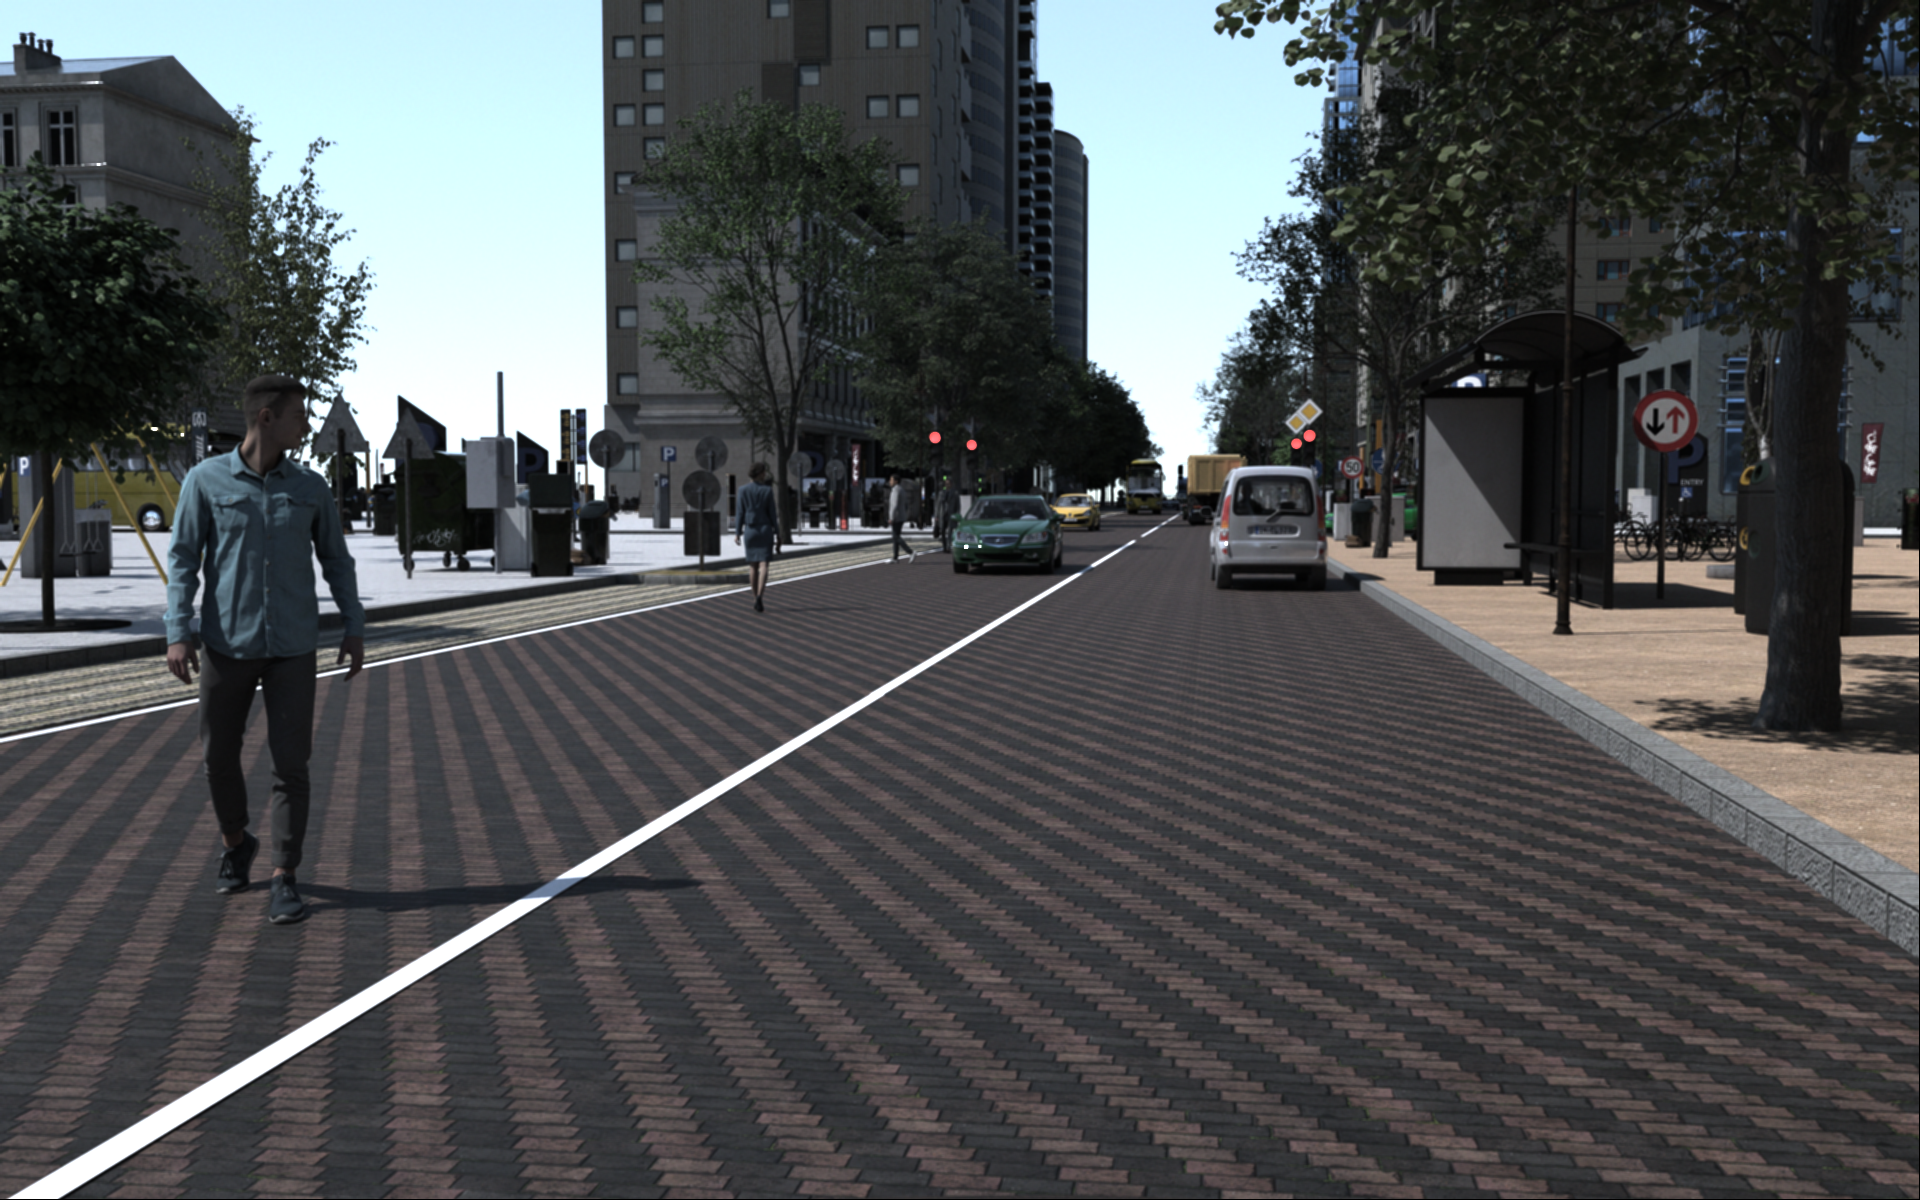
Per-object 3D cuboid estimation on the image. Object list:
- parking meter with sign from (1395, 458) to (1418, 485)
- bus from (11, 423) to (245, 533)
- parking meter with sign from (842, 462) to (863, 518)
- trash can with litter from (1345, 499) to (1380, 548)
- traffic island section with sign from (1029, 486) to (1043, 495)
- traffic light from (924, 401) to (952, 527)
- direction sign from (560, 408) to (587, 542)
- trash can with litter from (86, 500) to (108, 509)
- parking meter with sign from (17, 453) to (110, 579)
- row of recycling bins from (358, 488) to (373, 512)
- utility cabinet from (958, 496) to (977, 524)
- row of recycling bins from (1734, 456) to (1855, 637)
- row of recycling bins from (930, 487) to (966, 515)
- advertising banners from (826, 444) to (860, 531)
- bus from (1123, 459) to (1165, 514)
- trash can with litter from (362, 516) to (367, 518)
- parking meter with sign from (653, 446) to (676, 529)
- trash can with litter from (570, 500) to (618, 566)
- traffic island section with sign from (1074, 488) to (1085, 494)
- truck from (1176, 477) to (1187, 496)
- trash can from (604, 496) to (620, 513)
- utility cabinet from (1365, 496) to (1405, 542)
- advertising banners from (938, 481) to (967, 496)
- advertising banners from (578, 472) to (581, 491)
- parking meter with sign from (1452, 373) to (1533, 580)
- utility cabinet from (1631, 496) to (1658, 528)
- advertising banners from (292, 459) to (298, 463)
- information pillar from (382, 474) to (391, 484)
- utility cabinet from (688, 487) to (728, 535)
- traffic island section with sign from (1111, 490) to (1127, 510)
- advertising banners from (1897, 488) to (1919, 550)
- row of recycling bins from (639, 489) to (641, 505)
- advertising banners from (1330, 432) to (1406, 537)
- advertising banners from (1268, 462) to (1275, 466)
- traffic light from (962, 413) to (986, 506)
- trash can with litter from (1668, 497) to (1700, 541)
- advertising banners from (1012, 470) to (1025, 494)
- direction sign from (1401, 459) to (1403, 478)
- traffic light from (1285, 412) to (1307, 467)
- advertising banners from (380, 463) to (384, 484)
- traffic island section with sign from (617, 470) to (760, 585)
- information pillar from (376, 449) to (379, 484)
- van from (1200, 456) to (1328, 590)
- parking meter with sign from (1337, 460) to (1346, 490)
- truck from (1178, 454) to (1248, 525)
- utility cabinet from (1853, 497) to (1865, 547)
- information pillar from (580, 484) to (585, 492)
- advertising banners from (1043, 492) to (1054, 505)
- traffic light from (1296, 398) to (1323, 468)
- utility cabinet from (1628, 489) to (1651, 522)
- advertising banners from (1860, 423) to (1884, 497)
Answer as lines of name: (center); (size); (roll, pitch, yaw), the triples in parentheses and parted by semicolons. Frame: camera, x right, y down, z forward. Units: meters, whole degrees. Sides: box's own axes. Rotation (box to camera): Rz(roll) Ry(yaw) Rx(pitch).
parking meter with sign: (21.726, -5.430, 85.049); (0.543, 3.016, 1.738); (-3, 5, -44)
bus: (-30.747, -4.255, 61.114); (12.252, 3.916, 2.896); (1, 4, 10)
parking meter with sign: (-5.556, -5.969, 93.849); (1.738, 3.016, 0.543); (-2, 4, -23)
trash can with litter: (9.633, -1.847, 41.592); (0.624, 1.170, 1.055); (2, 4, 29)
traffic island section with sign: (3.631, -4.510, 82.368); (1.989, 1.847, 2.006); (1, 4, 8)
traffic light: (-0.690, -3.881, 52.382); (0.839, 4.253, 0.868); (1, 4, 8)
direction sign: (-10.268, -3.308, 46.080); (0.876, 3.537, 0.379); (2, 4, 29)
trash can with litter: (-17.386, -1.400, 34.273); (1.055, 1.170, 0.624); (0, 4, -6)
parking meter with sign: (-13.981, -1.852, 26.538); (0.543, 3.016, 1.738); (2, 4, 31)
row of recycling bins: (-44.266, -7.273, 126.024); (1.069, 1.692, 3.534); (3, 5, 43)
utility cabinet: (0.220, -3.815, 73.533); (1.020, 1.237, 0.306); (2, 4, 32)
row of recycling bins: (8.239, -0.610, 17.094); (1.069, 1.692, 3.534); (1, 4, 22)
row of recycling bins: (-0.862, -6.171, 108.004); (1.069, 1.692, 3.534); (3, 4, 36)
advertising banners: (-4.107, -3.968, 61.069); (0.090, 3.025, 2.074); (-3, 4, -38)
bus: (13.430, -8.211, 125.799); (2.896, 3.916, 12.252); (0, 4, 7)
trash can with litter: (-31.648, -4.927, 91.608); (2.233, 1.210, 1.678); (-1, 4, -9)
parking meter with sign: (-11.019, -4.156, 64.211); (0.543, 3.016, 1.738); (-2, 4, -25)
trash can with litter: (-6.652, -1.210, 31.165); (0.624, 1.170, 1.055); (1, 4, 14)
traffic island section with sign: (7.582, -6.162, 109.370); (1.989, 1.847, 2.006); (1, 4, 8)
truck: (36.298, -17.712, 279.343); (2.967, 4.110, 18.799); (0, 4, 7)
trash can: (-20.655, -5.523, 101.962); (0.748, 1.137, 0.748); (0, 3, 0)
utility cabinet: (11.368, -2.154, 46.379); (1.020, 1.237, 0.306); (0, 4, 3)
advertising banners: (-0.577, -6.331, 99.707); (2.074, 3.025, 0.090); (-1, 4, -16)
advertising banners: (-29.821, -8.454, 134.414); (0.090, 3.025, 2.074); (1, 4, 10)
parking meter with sign: (7.984, -1.807, 25.808); (0.543, 3.016, 1.738); (3, 5, 44)
utility cabinet: (26.056, -3.350, 65.931); (0.306, 1.237, 1.020); (-1, 4, -23)
advertising banners: (-33.172, -5.429, 84.954); (2.074, 3.025, 0.090); (2, 4, 27)
information pillar: (-21.019, -3.609, 63.500); (0.304, 2.012, 0.304); (-1, 4, -19)
utility cabinet: (-7.729, -2.719, 53.138); (1.173, 1.500, 0.318); (-1, 4, -14)
traffic island section with sign: (14.895, -9.223, 159.425); (1.989, 1.847, 2.006); (1, 4, 8)
advertising banners: (22.334, -2.628, 39.152); (0.090, 3.025, 2.074); (-3, 5, -39)
row of recycling bins: (-18.325, -5.824, 102.329); (1.069, 1.692, 3.534); (-1, 4, -20)
advertising banners: (11.592, -3.245, 49.247); (2.074, 3.025, 0.090); (1, 4, 10)
advertising banners: (17.750, -6.024, 94.674); (2.074, 3.025, 0.090); (-1, 4, -18)
traffic light: (0.465, -4.365, 60.284); (0.839, 4.253, 0.868); (1, 4, 8)
trash can with litter: (19.736, -2.231, 47.530); (1.678, 1.210, 2.233); (2, 4, 24)
advertising banners: (3.498, -6.271, 98.725); (2.074, 3.025, 0.090); (-2, 4, -24)
direction sign: (27.174, -7.013, 106.651); (0.379, 3.537, 0.876); (0, 4, 6)
traffic light: (11.363, -4.269, 58.713); (0.839, 4.253, 0.868); (1, 4, 8)
advertising banners: (-31.714, -6.115, 96.165); (0.090, 3.025, 2.074); (-3, 5, -44)
traffic island section with sign: (-4.302, -1.190, 28.082); (1.989, 1.847, 2.006); (1, 4, 8)
information pillar: (-29.887, -5.965, 88.876); (0.183, 3.616, 0.504); (-1, 4, -14)
van: (4.828, -1.246, 27.381); (2.013, 2.044, 4.112); (0, 4, 7)
parking meter with sign: (19.829, -5.662, 88.839); (0.543, 3.016, 1.738); (0, 4, -4)
truck: (12.277, -5.346, 83.335); (3.469, 3.379, 9.791); (0, 4, 6)
utility cabinet: (21.418, -1.896, 42.169); (1.020, 1.237, 0.306); (0, 4, 5)
information pillar: (-28.554, -7.750, 131.196); (0.304, 2.012, 0.304); (2, 4, 25)
advertising banners: (5.954, -7.717, 122.354); (0.090, 3.025, 2.074); (3, 5, 42)
traffic light: (10.209, -3.785, 50.811); (0.839, 4.253, 0.868); (1, 4, 8)
utility cabinet: (27.449, -3.749, 69.970); (0.318, 1.500, 1.173); (-1, 4, -11)
advertising banners: (22.006, -2.883, 43.327); (0.090, 3.025, 2.074); (-3, 4, -36)
